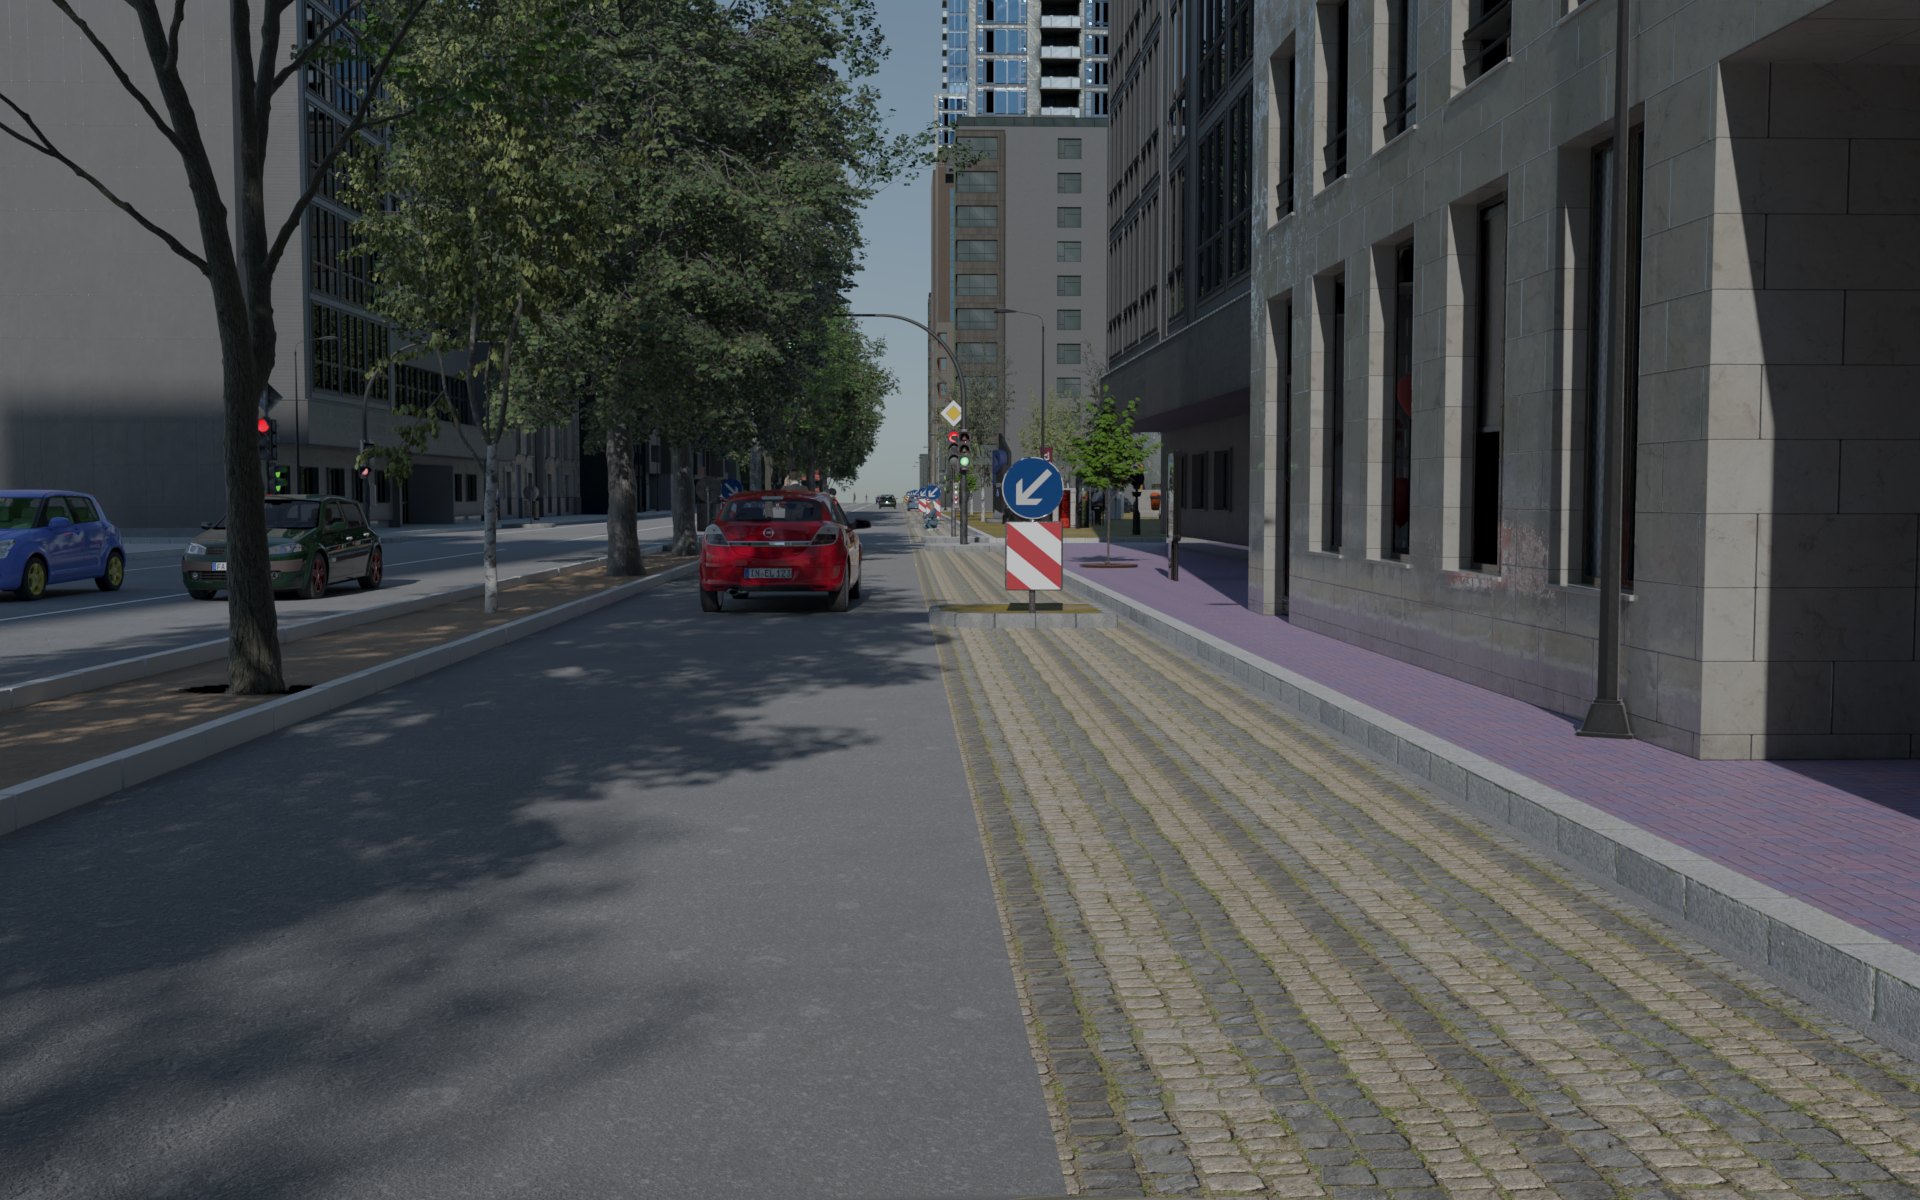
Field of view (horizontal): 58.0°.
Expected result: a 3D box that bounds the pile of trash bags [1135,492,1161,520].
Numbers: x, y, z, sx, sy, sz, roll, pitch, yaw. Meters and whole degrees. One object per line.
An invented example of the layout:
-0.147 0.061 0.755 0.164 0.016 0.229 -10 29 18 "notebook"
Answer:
10.934 -4.810 88.389 3.447 1.369 1.912 -3 5 -42 "pile of trash bags"

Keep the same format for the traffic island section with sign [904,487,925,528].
-1.268 -3.980 73.703 1.989 1.847 2.006 0 4 -2 "traffic island section with sign"

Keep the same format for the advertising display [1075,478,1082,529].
4.393 -3.594 63.982 0.123 1.923 0.974 1 4 12 "advertising display"

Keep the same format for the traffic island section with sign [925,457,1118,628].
0.650 -0.653 19.304 1.989 1.847 2.006 0 4 -2 "traffic island section with sign"

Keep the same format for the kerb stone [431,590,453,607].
-6.718 0.000 22.206 0.120 0.150 1.000 0 4 -2 "kerb stone"

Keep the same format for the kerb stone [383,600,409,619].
-6.646 0.125 20.163 0.120 0.150 1.000 0 4 -2 "kerb stone"

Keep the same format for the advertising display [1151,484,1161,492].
12.623 -6.476 111.092 0.123 1.923 0.974 -2 4 -32 "advertising display"

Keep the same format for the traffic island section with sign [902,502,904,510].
-2.226 -5.628 100.641 1.989 1.847 2.006 0 4 -2 "traffic island section with sign"

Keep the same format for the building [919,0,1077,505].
4.931 -58.521 269.485 22.319 86.520 31.000 0 4 -2 "building"

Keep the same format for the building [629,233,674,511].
-29.662 -22.096 132.965 14.160 30.474 14.107 0 4 -2 "building"

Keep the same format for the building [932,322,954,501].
11.057 -21.062 189.403 27.650 21.520 28.899 0 4 -2 "building"

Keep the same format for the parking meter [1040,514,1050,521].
2.747 -3.072 55.938 0.255 1.863 0.399 0 4 -5 "parking meter"

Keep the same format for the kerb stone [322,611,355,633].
-6.571 0.249 18.120 0.120 0.150 1.000 0 4 -2 "kerb stone"

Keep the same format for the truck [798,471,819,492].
-14.786 -11.400 175.308 2.839 4.237 11.283 0 4 -3 "truck"

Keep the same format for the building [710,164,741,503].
-31.854 -30.957 189.736 14.154 41.232 14.086 0 4 -2 "building"

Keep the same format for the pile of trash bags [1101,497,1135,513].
9.638 -6.513 116.236 3.447 1.369 1.912 -1 4 -10 "pile of trash bags"

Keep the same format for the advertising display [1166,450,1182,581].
3.193 -1.264 25.888 0.123 1.923 0.974 0 4 1 "advertising display"

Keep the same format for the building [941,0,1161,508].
9.476 -51.636 156.921 22.319 86.520 31.000 0 4 -2 "building"

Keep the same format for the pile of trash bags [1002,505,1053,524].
3.536 -3.901 73.539 3.447 1.369 1.912 0 4 -6 "pile of trash bags"

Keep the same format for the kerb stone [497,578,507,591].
-6.821 -0.189 25.278 0.120 0.150 1.000 0 4 -2 "kerb stone"

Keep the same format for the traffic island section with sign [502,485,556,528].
-18.407 -4.006 74.124 1.989 1.847 2.006 0 4 -2 "traffic island section with sign"

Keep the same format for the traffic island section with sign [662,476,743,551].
-6.454 -2.194 44.013 2.006 1.907 1.989 0 4 -2 "traffic island section with sign"

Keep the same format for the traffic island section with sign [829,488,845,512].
-9.374 -7.240 126.507 2.006 1.907 1.989 0 4 -2 "traffic island section with sign"

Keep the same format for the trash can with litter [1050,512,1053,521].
3.587 -3.409 67.120 1.055 1.170 0.624 0 4 -3 "trash can with litter"

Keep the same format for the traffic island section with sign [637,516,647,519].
-19.371 -5.662 101.205 1.989 1.847 2.006 0 4 -2 "traffic island section with sign"

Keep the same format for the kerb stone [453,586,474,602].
-6.744 -0.061 23.235 0.120 0.150 1.000 0 4 -2 "kerb stone"

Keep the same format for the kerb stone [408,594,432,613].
-6.683 0.067 21.185 0.120 0.150 1.000 0 4 -2 "kerb stone"

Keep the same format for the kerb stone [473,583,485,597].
-6.791 -0.123 24.256 0.120 0.150 1.000 0 4 -2 "kerb stone"

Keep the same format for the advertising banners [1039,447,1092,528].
3.941 -4.198 64.829 2.074 3.025 0.090 -1 4 -14 "advertising banners"

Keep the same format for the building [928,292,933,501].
2.380 -29.121 247.823 14.160 30.474 14.107 0 4 -2 "building"

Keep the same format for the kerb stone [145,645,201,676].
-6.427 0.500 14.023 0.120 0.150 1.000 0 4 -2 "kerb stone"

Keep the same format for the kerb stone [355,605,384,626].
-6.608 0.188 19.141 0.120 0.150 1.000 0 4 -2 "kerb stone"

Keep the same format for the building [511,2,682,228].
-31.275 -30.366 146.591 14.600 45.320 14.200 0 4 -2 "building"

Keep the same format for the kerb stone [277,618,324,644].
-6.528 0.318 17.094 0.120 0.150 1.000 0 4 -2 "kerb stone"

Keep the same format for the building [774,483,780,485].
-38.031 -36.611 253.212 22.147 44.769 28.867 0 4 -2 "building"

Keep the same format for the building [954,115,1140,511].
6.466 -22.281 136.000 14.160 30.474 14.107 0 4 -2 "building"

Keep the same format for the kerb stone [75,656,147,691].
-6.396 0.565 12.989 0.120 0.150 1.000 0 4 -2 "kerb stone"

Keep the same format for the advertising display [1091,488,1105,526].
5.656 -4.025 71.021 0.123 1.923 0.974 -2 4 -26 "advertising display"

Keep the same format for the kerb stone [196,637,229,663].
-6.465 0.437 15.044 0.120 0.150 1.000 0 4 -2 "kerb stone"

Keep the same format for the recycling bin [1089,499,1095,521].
6.146 -4.320 83.188 0.722 1.027 0.722 1 4 13 "recycling bin"

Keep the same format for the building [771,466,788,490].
-34.881 -30.806 275.379 14.160 30.474 14.107 0 4 -2 "building"

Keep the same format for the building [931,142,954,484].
3.964 -34.794 218.987 14.600 45.320 14.200 0 4 -2 "building"

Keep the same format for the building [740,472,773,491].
-36.874 -34.827 224.045 22.147 44.769 28.867 0 4 -2 "building"

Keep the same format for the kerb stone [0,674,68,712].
-6.352 0.632 11.960 0.120 0.150 1.000 0 4 -2 "kerb stone"

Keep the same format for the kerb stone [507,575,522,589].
-6.866 -0.251 26.300 0.120 0.150 1.000 0 4 -2 "kerb stone"

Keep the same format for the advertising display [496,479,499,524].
-19.798 -4.190 73.716 0.123 1.923 0.974 0 4 -1 "advertising display"

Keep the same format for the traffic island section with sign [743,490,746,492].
-22.107 -10.378 178.312 1.989 1.847 2.006 0 4 -2 "traffic island section with sign"
